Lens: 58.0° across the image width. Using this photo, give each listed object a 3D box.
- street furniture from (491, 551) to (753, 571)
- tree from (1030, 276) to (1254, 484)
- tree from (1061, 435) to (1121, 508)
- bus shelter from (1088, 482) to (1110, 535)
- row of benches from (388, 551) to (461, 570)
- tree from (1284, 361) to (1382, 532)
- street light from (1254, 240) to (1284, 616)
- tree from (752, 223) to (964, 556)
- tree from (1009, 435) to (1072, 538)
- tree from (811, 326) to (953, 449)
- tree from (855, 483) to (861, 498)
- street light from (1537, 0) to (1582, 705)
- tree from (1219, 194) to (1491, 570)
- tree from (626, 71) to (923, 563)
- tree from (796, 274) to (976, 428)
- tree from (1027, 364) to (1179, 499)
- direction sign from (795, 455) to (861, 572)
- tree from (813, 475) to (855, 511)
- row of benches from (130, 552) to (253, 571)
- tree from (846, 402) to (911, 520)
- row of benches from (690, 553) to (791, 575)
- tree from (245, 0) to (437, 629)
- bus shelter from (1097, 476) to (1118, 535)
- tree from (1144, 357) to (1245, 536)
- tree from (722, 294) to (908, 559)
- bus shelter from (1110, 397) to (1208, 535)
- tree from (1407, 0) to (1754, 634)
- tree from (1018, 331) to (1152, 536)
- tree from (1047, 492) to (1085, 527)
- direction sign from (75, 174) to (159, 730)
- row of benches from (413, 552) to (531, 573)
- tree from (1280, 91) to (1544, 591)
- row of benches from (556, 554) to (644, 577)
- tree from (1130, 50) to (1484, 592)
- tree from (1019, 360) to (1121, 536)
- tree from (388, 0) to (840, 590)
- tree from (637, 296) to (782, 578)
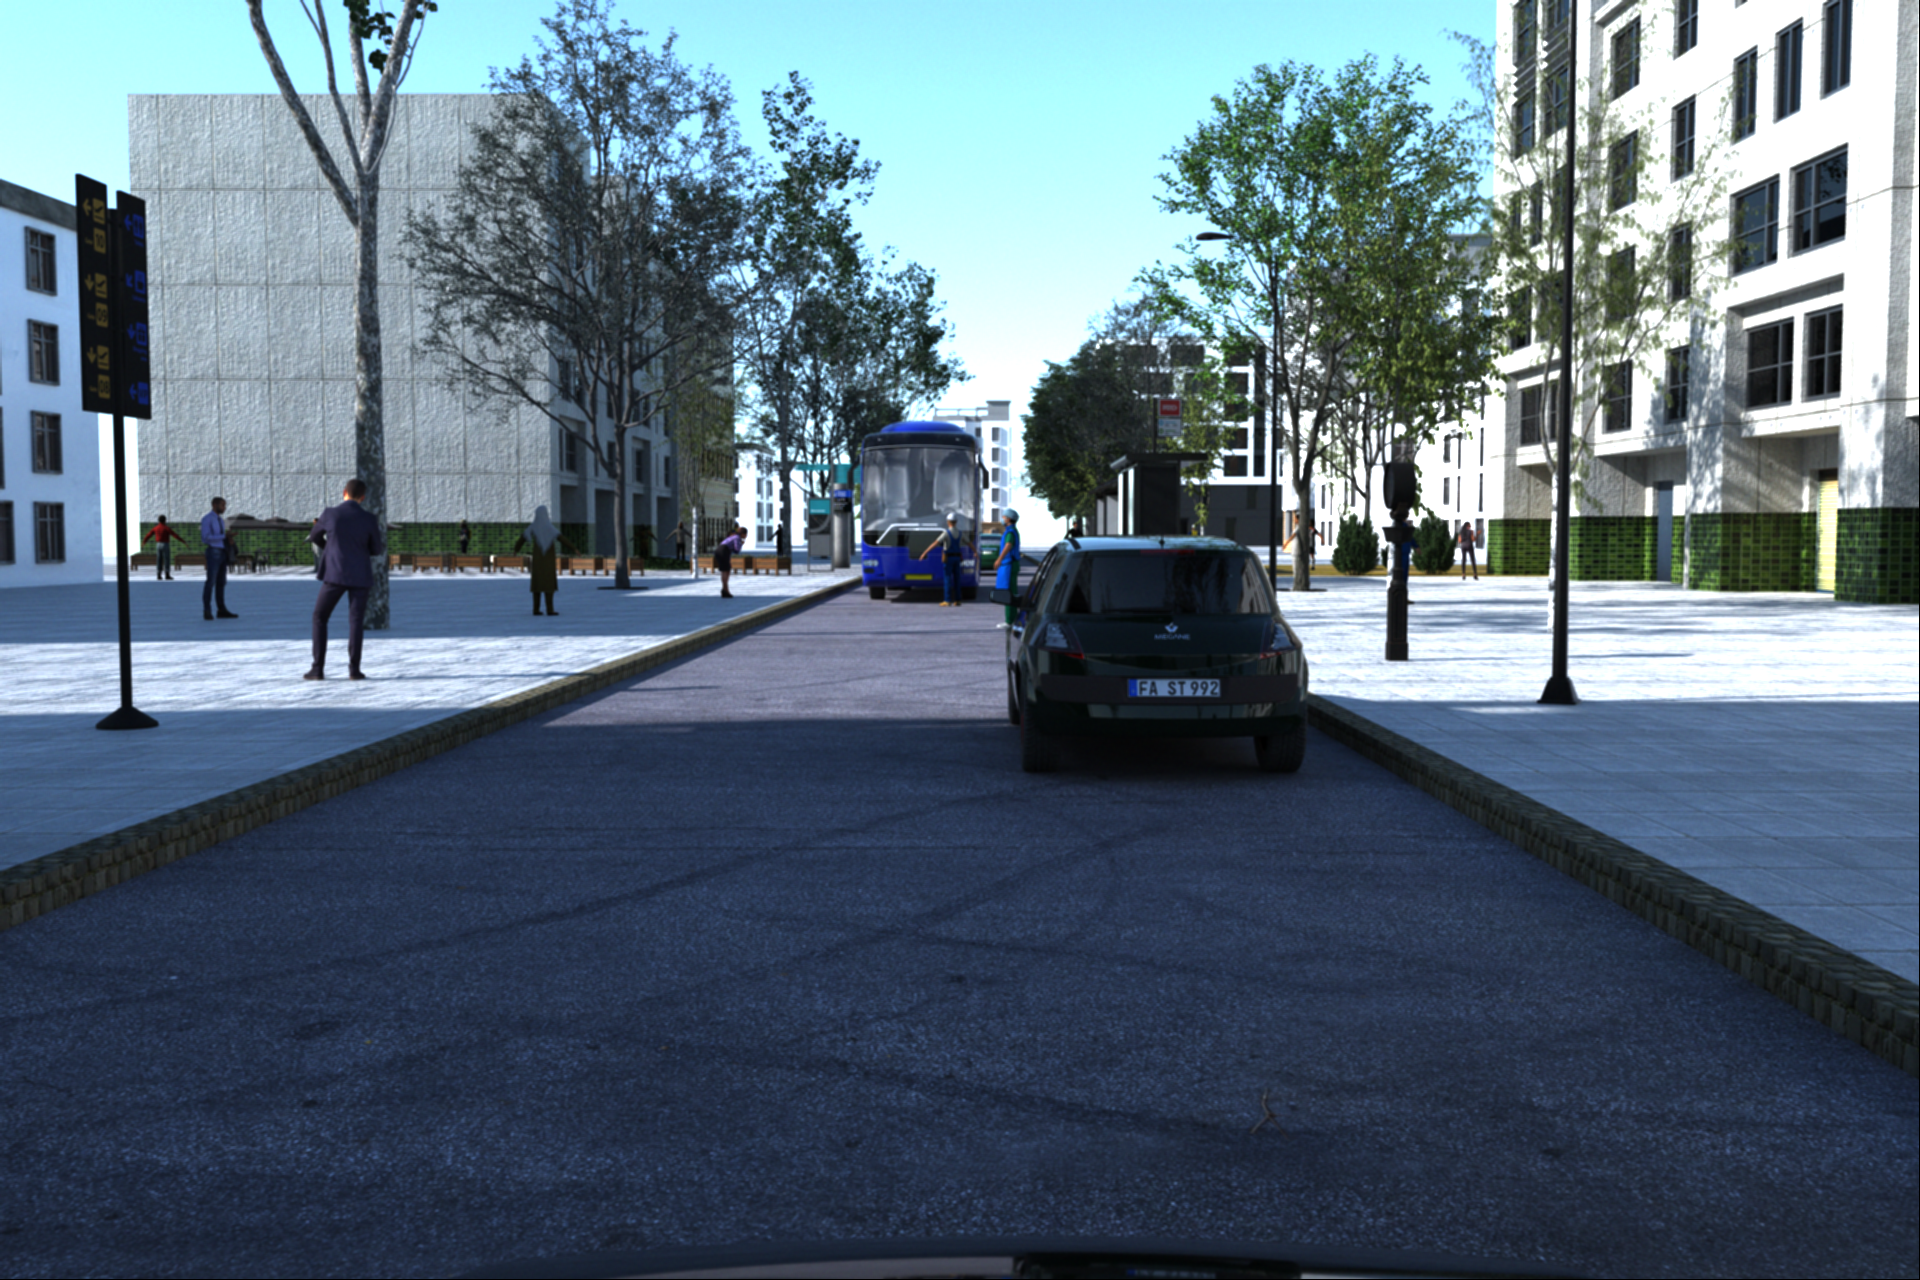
[{"bbox_3d":[-12.173,-2.927,63.483,10.072,0.657,5.734,1,4,17],"label":"street furniture"},{"bbox_3d":[8.557,-10.443,81.117,12.009,13.543,11.850,0,3,0],"label":"tree"},{"bbox_3d":[8.073,-9.271,101.950,4.737,8.622,4.395,0,3,0],"label":"tree"},{"bbox_3d":[5.886,-4.229,63.068,2.014,3.302,5.546,0,4,0],"label":"bus shelter"},{"bbox_3d":[-19.770,-2.864,62.297,1.422,0.672,4.104,3,5,42],"label":"row of benches"},{"bbox_3d":[15.865,-7.375,70.941,4.360,8.622,3.978,0,3,0],"label":"tree"},{"bbox_3d":[5.404,-3.317,26.768,1.470,5.913,1.316,0,4,1],"label":"street light"},{"bbox_3d":[-6.084,-15.182,104.117,12.611,20.169,13.585,0,3,0],"label":"tree"},{"bbox_3d":[9.634,-14.854,153.229,12.009,13.543,11.850,0,3,0],"label":"tree"},{"bbox_3d":[-7.561,-18.496,158.298,12.611,20.169,13.585,0,3,0],"label":"tree"},{"bbox_3d":[-6.281,-11.425,137.168,4.737,8.622,4.395,0,3,0],"label":"tree"},{"bbox_3d":[5.101,-2.474,12.989,1.470,5.913,1.316,0,4,0],"label":"street light"},{"bbox_3d":[14.501,-9.262,61.803,12.009,13.543,11.850,0,3,0],"label":"tree"},{"bbox_3d":[-8.058,-13.315,73.586,12.611,20.169,13.585,0,3,0],"label":"tree"},{"bbox_3d":[-4.618,-16.445,124.766,12.611,20.169,13.585,0,3,0],"label":"tree"},{"bbox_3d":[8.118,-9.791,94.493,8.767,10.594,7.601,0,4,-7],"label":"tree"},{"bbox_3d":[-4.323,-4.324,59.461,2.525,3.948,1.411,0,4,1],"label":"direction sign"},{"bbox_3d":[-18.384,-19.038,245.688,7.601,10.594,8.767,-1,4,-9],"label":"tree"},{"bbox_3d":[-27.264,-2.805,61.324,4.104,0.672,1.422,-1,4,-12],"label":"row of benches"},{"bbox_3d":[-6.426,-13.928,145.846,7.486,12.596,7.792,0,3,0],"label":"tree"},{"bbox_3d":[-7.063,-2.426,55.121,4.104,0.672,1.422,3,4,39],"label":"row of benches"},{"bbox_3d":[-9.411,-10.211,22.841,12.611,20.169,13.585,0,3,0],"label":"tree"},{"bbox_3d":[5.743,-3.875,57.277,2.014,3.302,5.546,0,3,0],"label":"bus shelter"},{"bbox_3d":[9.783,-7.391,71.209,4.737,8.622,4.395,0,3,0],"label":"tree"},{"bbox_3d":[-7.166,-10.937,89.184,12.009,13.543,11.850,0,3,0],"label":"tree"},{"bbox_3d":[5.417,-4.347,48.706,2.179,5.291,8.768,0,4,1],"label":"bus shelter"},{"bbox_3d":[7.442,-4.391,22.147,4.360,8.622,3.978,0,3,0],"label":"tree"},{"bbox_3d":[8.161,-12.461,110.396,9.857,13.997,8.962,0,3,0],"label":"tree"},{"bbox_3d":[8.903,-11.401,136.762,4.737,8.622,4.395,0,3,0],"label":"tree"},{"bbox_3d":[-5.537,-1.187,11.409,0.379,3.537,0.876,0,3,0],"label":"direction sign"},{"bbox_3d":[-16.397,-2.594,57.878,4.104,0.672,1.422,1,4,11],"label":"row of benches"},{"bbox_3d":[7.696,-4.849,29.637,4.737,8.622,4.395,0,3,0],"label":"tree"},{"bbox_3d":[-11.516,-2.325,53.477,4.104,0.672,1.422,2,4,32],"label":"row of benches"},{"bbox_3d":[7.643,-6.887,38.362,9.928,11.665,9.643,0,3,0],"label":"tree"},{"bbox_3d":[8.790,-13.386,125.513,9.857,13.997,8.962,0,3,0],"label":"tree"},{"bbox_3d":[-7.984,-7.916,39.804,12.009,13.543,11.850,0,3,0],"label":"tree"},{"bbox_3d":[-7.868,-6.086,49.871,4.360,8.622,3.978,0,3,0],"label":"tree"}]
